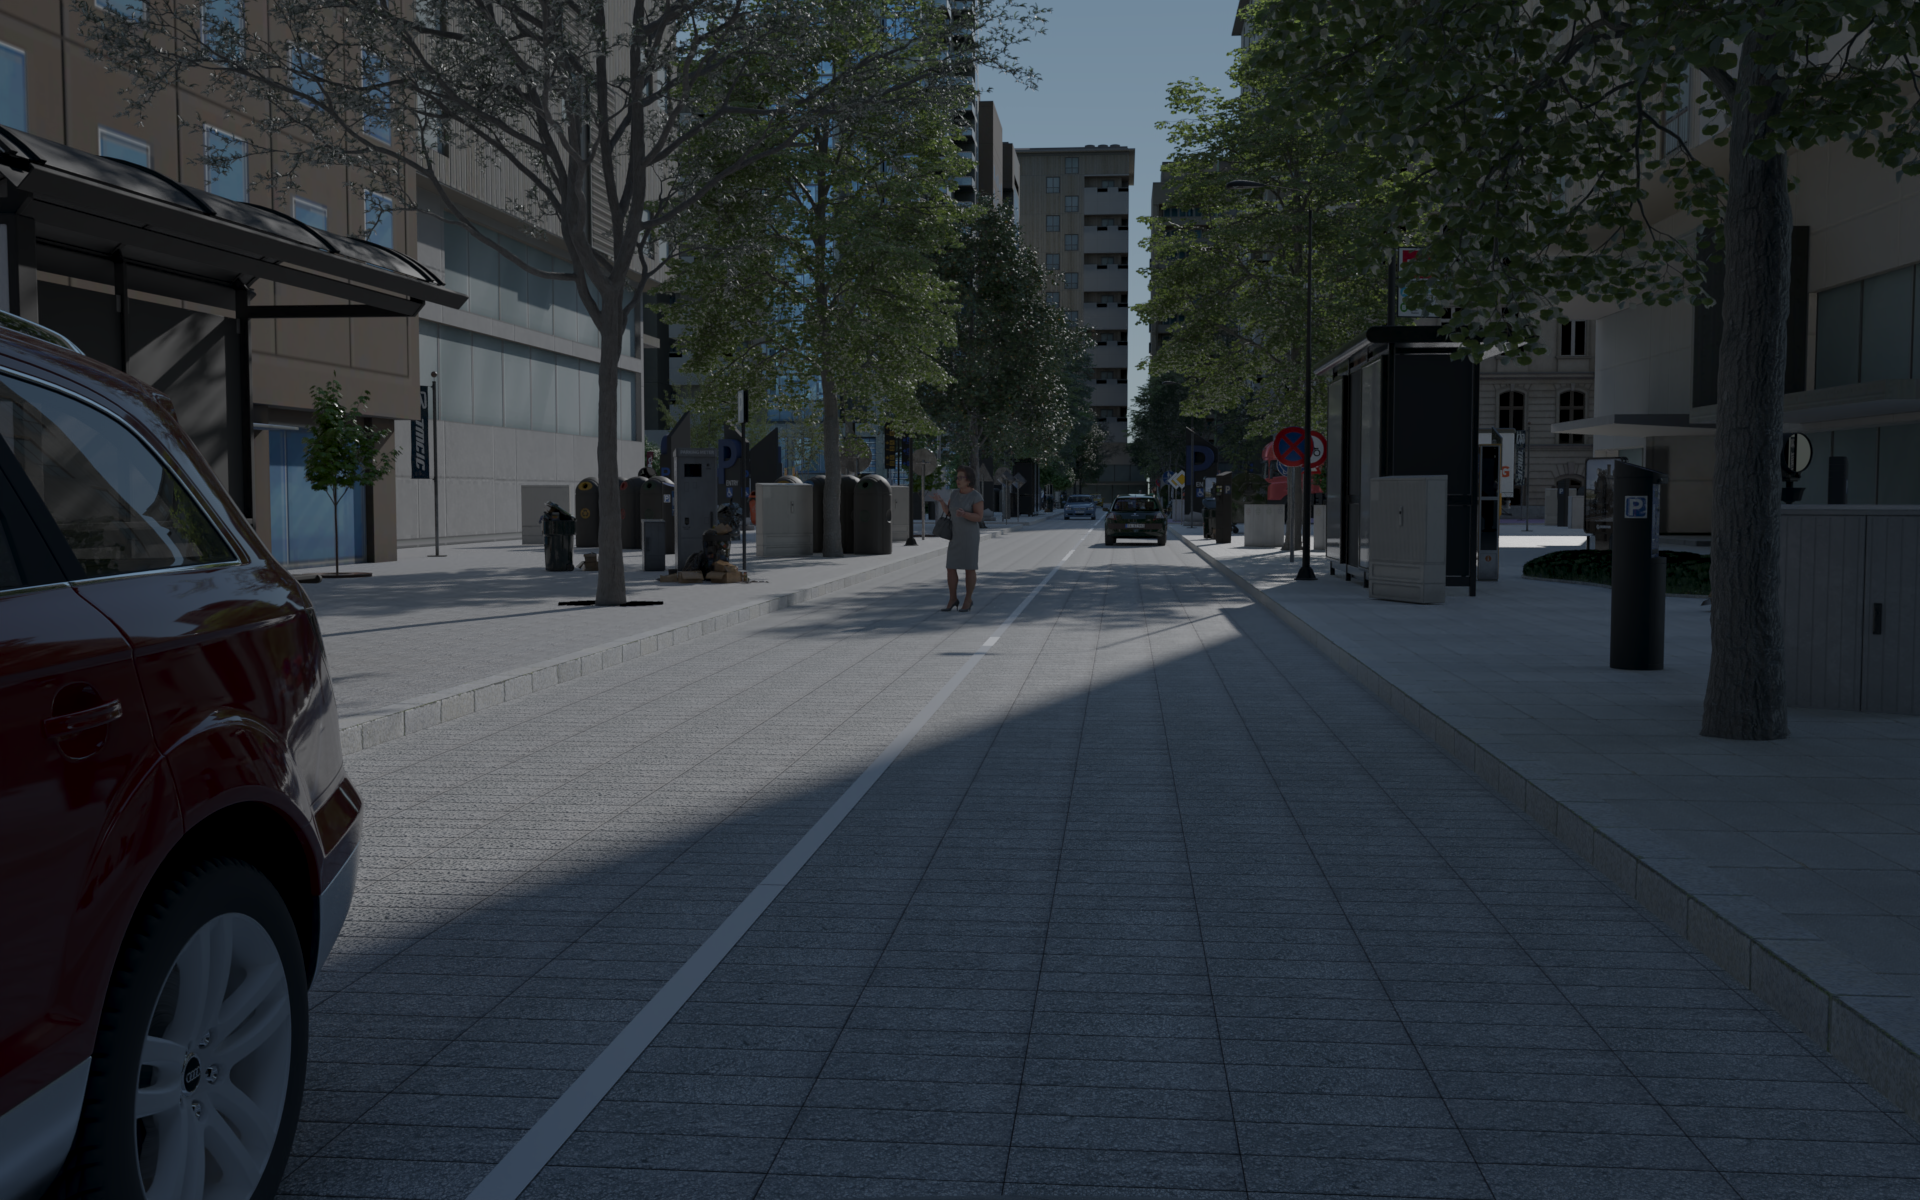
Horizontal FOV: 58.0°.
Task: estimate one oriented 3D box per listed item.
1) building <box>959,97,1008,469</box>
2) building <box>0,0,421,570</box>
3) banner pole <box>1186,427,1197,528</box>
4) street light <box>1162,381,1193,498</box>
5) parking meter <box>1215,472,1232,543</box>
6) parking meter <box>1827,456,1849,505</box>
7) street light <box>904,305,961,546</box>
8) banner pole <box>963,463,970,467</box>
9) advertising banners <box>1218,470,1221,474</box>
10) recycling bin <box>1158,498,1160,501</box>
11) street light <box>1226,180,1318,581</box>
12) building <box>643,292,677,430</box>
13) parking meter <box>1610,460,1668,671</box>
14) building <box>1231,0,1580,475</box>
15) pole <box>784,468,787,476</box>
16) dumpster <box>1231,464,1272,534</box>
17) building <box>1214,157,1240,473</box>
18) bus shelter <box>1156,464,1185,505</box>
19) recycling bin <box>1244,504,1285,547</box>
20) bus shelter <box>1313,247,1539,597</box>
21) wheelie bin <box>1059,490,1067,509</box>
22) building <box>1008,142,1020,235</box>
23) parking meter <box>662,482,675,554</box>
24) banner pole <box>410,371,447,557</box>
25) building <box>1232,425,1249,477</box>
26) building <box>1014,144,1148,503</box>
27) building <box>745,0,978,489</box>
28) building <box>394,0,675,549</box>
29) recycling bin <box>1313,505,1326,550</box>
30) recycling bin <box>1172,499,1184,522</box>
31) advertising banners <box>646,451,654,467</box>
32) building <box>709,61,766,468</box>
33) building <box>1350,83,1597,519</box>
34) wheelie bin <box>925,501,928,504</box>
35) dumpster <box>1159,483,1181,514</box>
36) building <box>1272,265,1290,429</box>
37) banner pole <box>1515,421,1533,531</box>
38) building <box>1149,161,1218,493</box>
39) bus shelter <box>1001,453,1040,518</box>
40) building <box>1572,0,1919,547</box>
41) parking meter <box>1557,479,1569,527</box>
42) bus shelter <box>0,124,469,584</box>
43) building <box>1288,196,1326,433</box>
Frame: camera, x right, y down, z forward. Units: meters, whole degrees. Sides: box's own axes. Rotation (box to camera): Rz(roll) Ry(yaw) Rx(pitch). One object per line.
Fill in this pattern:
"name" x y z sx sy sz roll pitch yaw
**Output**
"building" -2.647 -33.282 194.276 14.600 45.320 14.200 0 4 5
"building" -17.928 -22.975 25.746 14.600 45.320 14.200 0 4 5
"banner pole" 8.746 -4.603 65.282 0.401 3.779 0.863 0 4 6
"street light" 9.023 -6.047 71.407 1.470 5.913 1.316 0 4 5
"parking meter" 6.864 -2.410 45.117 0.399 1.863 0.255 -3 5 -39
"parking meter" 13.699 -1.305 27.054 0.255 1.863 0.399 2 4 31
"street light" -0.675 -4.298 42.815 1.470 5.913 1.316 0 4 5
"banner pole" 0.382 -5.559 80.905 0.863 3.779 0.401 0 4 6
"advertising banners" 18.795 -8.004 127.058 0.090 3.025 2.074 0 4 -8
"recycling bin" 14.459 -6.927 125.814 0.722 1.027 0.722 1 4 21
"street light" 4.630 -3.255 25.756 1.470 5.913 1.316 0 4 5
"building" -47.041 -36.265 216.628 21.600 48.544 21.300 0 4 5
"parking meter" 4.986 -0.263 12.718 0.372 1.533 0.369 0 3 0
"building" 41.711 -35.500 169.656 28.713 52.752 27.495 0 4 5
"pole" -13.594 -8.641 135.125 0.158 3.312 0.155 0 3 0
"dumpster" 9.421 -3.324 56.844 1.502 2.255 1.985 0 4 6
"building" 38.266 -32.328 212.160 14.154 41.232 14.086 0 4 5
"bus shelter" 14.452 -7.594 118.086 2.014 3.302 5.546 0 4 5
"recycling bin" 7.469 -1.832 42.509 0.722 1.027 0.722 -2 4 -33
"bus shelter" 6.522 -2.946 25.795 2.179 5.291 8.768 0 4 5
"wheelie bin" 8.973 -8.715 150.398 0.693 1.594 0.980 0 4 -4
"building" -0.070 -34.662 216.840 14.200 45.320 14.600 0 4 5
"parking meter" -6.165 -1.749 37.001 0.372 1.533 0.369 0 3 0
"banner pole" -10.845 -2.764 35.217 0.401 3.779 0.863 2 4 32
"building" 40.243 -46.203 193.668 20.563 71.187 20.611 0 4 5
"building" 14.475 -41.047 260.360 27.495 52.752 28.713 0 4 5
"building" -8.348 -52.491 170.896 22.319 86.520 31.000 0 4 5
"building" -24.399 -28.181 50.004 27.495 52.752 28.713 0 4 5
"recycling bin" 8.668 -1.680 40.025 0.722 1.027 0.722 -2 4 -31
"recycling bin" 10.383 -4.194 81.128 0.722 1.027 0.722 1 4 21
"advertising banners" -12.924 -4.513 69.982 0.090 3.025 2.074 1 4 23
"building" -21.533 -38.031 211.051 27.495 52.752 28.713 0 4 5
"building" 37.192 -16.666 91.573 34.723 24.649 14.460 0 4 5
"wheelie bin" -3.156 -9.013 155.270 0.693 1.594 0.980 -3 4 -38
"dumpster" 13.646 -6.696 111.973 1.502 2.255 1.985 0 4 5
"building" 31.742 -19.335 135.214 14.460 24.649 34.723 0 4 5
"banner pole" 19.432 -4.264 59.733 0.401 3.779 0.863 -2 4 -24
"building" 38.523 -38.553 254.046 21.600 48.544 21.300 0 4 5
"bus shelter" 3.464 -7.410 98.782 2.179 5.291 8.768 0 4 6
"building" 29.371 -27.488 38.665 28.713 52.752 27.495 0 4 5
"parking meter" 23.650 -3.806 67.938 0.255 1.863 0.399 -2 4 -31
"bus shelter" -5.193 -1.060 11.260 2.014 3.302 5.546 0 4 5
"building" 26.253 -15.890 108.951 9.793 20.994 18.267 0 4 5
